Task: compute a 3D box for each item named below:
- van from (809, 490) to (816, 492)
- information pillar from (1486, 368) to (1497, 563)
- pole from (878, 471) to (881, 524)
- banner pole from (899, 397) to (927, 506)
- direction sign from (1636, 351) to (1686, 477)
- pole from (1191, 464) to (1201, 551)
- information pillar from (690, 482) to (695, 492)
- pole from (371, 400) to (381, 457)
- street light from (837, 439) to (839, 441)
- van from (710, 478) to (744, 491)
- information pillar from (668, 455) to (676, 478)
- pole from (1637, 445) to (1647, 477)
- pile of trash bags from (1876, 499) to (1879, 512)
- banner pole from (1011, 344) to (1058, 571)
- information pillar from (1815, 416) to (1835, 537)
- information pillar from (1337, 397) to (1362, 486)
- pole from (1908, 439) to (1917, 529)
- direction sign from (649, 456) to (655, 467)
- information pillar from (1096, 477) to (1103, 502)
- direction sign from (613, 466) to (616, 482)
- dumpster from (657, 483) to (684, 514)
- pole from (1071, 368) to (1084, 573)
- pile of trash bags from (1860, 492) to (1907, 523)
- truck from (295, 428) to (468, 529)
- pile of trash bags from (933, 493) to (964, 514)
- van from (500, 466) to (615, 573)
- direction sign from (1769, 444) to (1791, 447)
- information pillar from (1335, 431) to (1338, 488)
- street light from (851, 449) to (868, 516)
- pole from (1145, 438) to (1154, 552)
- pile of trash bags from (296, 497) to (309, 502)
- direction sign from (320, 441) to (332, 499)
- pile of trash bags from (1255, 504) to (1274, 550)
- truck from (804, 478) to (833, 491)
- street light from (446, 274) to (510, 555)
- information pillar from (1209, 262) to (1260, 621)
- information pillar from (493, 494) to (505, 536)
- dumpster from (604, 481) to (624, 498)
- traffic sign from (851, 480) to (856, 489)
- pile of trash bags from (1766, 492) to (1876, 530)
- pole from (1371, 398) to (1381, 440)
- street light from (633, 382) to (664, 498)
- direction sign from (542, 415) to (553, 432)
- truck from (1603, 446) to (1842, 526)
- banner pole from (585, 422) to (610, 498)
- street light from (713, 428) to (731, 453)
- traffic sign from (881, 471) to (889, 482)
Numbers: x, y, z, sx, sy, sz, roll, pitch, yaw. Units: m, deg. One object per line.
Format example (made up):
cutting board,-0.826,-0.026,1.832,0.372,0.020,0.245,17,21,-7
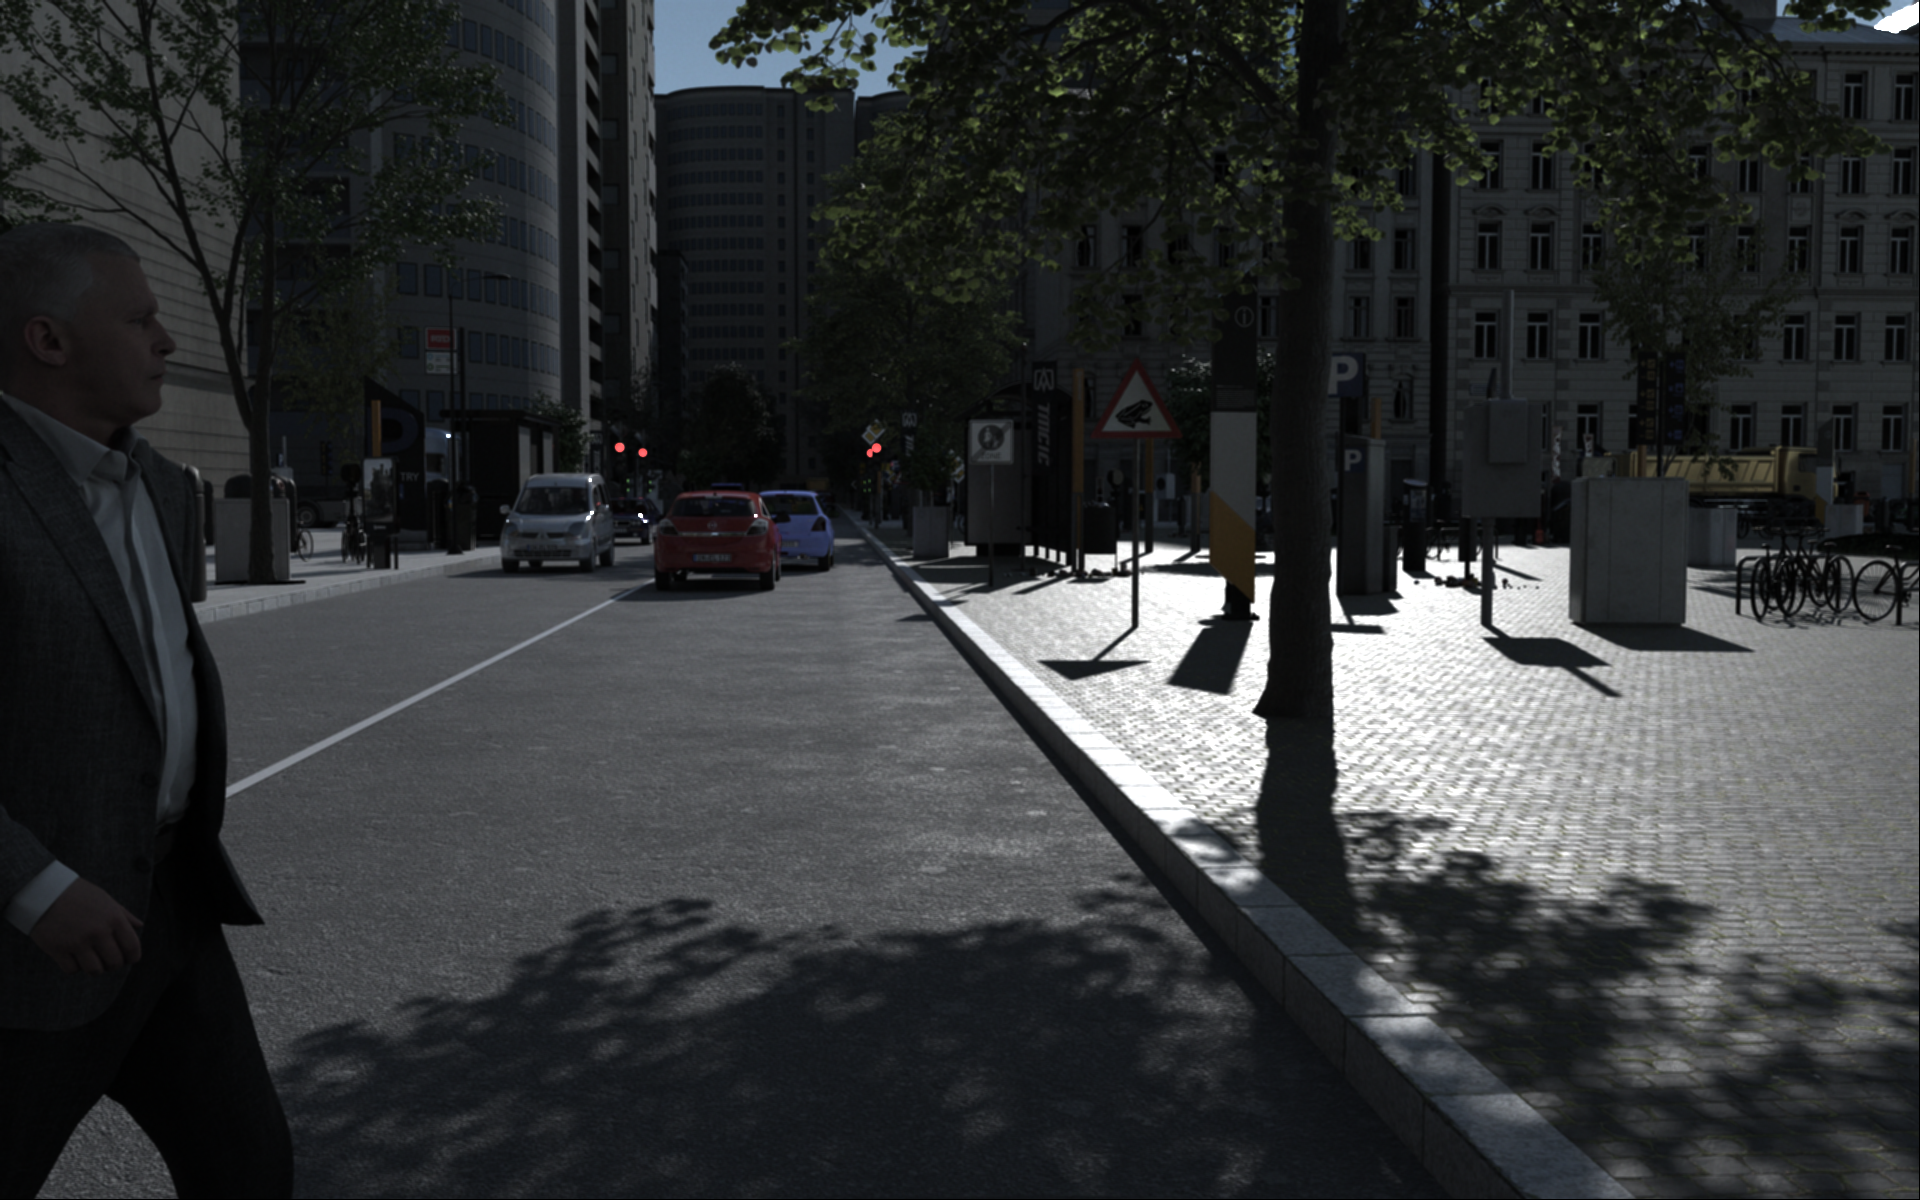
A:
van,-14.148,-9.943,169.584,2.013,2.044,4.112,0,4,-5
information pillar,9.789,-2.484,31.972,0.183,3.616,0.504,2,4,28
pole,-3.476,-4.926,74.387,0.158,3.312,0.155,0,3,0
banner pole,-1.143,-3.339,44.613,0.863,3.779,0.401,-1,4,-17
direction sign,11.177,-2.183,27.682,0.876,3.537,0.379,-1,4,-17
pole,5.277,-2.744,38.707,0.158,3.312,0.155,0,3,0
information pillar,-16.052,-6.066,103.674,0.304,2.012,0.304,-2,4,-34
pole,-12.683,-2.682,37.699,0.158,3.312,0.155,0,3,0
street light,-9.689,-10.672,147.020,1.470,5.913,1.316,0,4,-4
van,-12.828,-5.565,95.377,2.240,2.365,5.245,0,4,-6
information pillar,-17.344,-6.912,104.365,0.183,3.616,0.504,3,5,45
pole,16.385,-2.923,41.642,0.158,3.312,0.155,0,3,0
pile of trash bags,39.811,-4.180,78.097,1.912,1.369,3.447,0,4,1
banner pole,1.255,-2.372,28.807,0.863,3.779,0.401,2,4,30
information pillar,26.069,-3.720,52.174,0.183,3.616,0.504,-3,5,-41
information pillar,6.972,-2.410,30.757,0.183,3.616,0.504,-1,4,-20
pole,35.118,-4.284,63.891,0.158,3.312,0.155,0,3,0
direction sign,-18.581,-6.874,104.379,0.379,3.537,0.876,-2,4,-34
information pillar,6.115,-4.362,75.809,0.304,2.012,0.304,0,4,2
direction sign,-28.296,-9.168,141.886,0.379,3.537,0.876,-2,4,-27
dumpster,-14.683,-5.025,87.909,1.264,1.857,1.865,0,4,-5
pole,1.920,-2.103,28.224,0.158,3.312,0.155,0,3,0
pile of trash bags,42.855,-4.185,78.170,3.447,1.369,1.912,-1,4,-19
truck,-27.755,-4.668,66.074,18.799,4.110,2.967,0,4,-3
pile of trash bags,-0.366,-6.135,110.062,3.447,1.369,1.912,3,5,40
van,-7.623,-1.589,32.988,2.013,2.044,4.112,0,4,-4
direction sign,37.122,-5.304,78.721,0.876,3.537,0.379,-1,4,-12
information pillar,14.008,-4.459,64.257,0.183,3.616,0.504,0,4,-2
street light,-5.888,-7.712,98.626,1.470,5.913,1.316,0,4,-4
pole,4.162,-2.704,38.046,0.158,3.312,0.155,0,3,0
pile of trash bags,-27.730,-3.758,71.201,1.912,1.369,3.447,-1,4,-23
direction sign,-27.120,-5.027,74.194,0.379,3.537,0.876,1,4,10
pile of trash bags,6.948,-1.916,41.081,1.912,1.369,3.447,-1,4,-14
truck,-16.798,-12.786,204.968,3.469,3.379,9.791,0,4,-3
street light,-10.193,-3.923,36.676,1.470,5.913,1.316,0,4,-4
information pillar,2.783,-1.602,17.545,0.504,3.616,0.183,-1,4,-15
information pillar,-13.658,-2.865,51.337,0.304,2.012,0.304,0,4,-4
dumpster,-15.496,-4.308,76.187,1.264,1.857,1.865,0,4,-4
traffic sign,-8.083,-8.152,134.464,0.795,2.450,0.064,0,3,0
pile of trash bags,31.007,-3.234,62.629,3.447,1.369,1.912,2,4,24
pole,8.818,-2.626,36.776,0.158,3.312,0.155,0,3,0
street light,-13.003,-6.093,72.166,1.470,5.913,1.316,0,4,-4
direction sign,-11.897,-3.532,49.744,0.379,3.537,0.876,1,4,13
truck,31.375,-4.563,70.529,9.791,3.379,3.469,0,4,-6
banner pole,-12.367,-4.268,59.807,0.863,3.779,0.401,-1,4,-18
street light,-16.708,-9.092,121.201,1.470,5.913,1.316,0,4,-4
traffic sign,-4.244,-5.838,95.554,0.768,2.556,0.104,0,4,0
